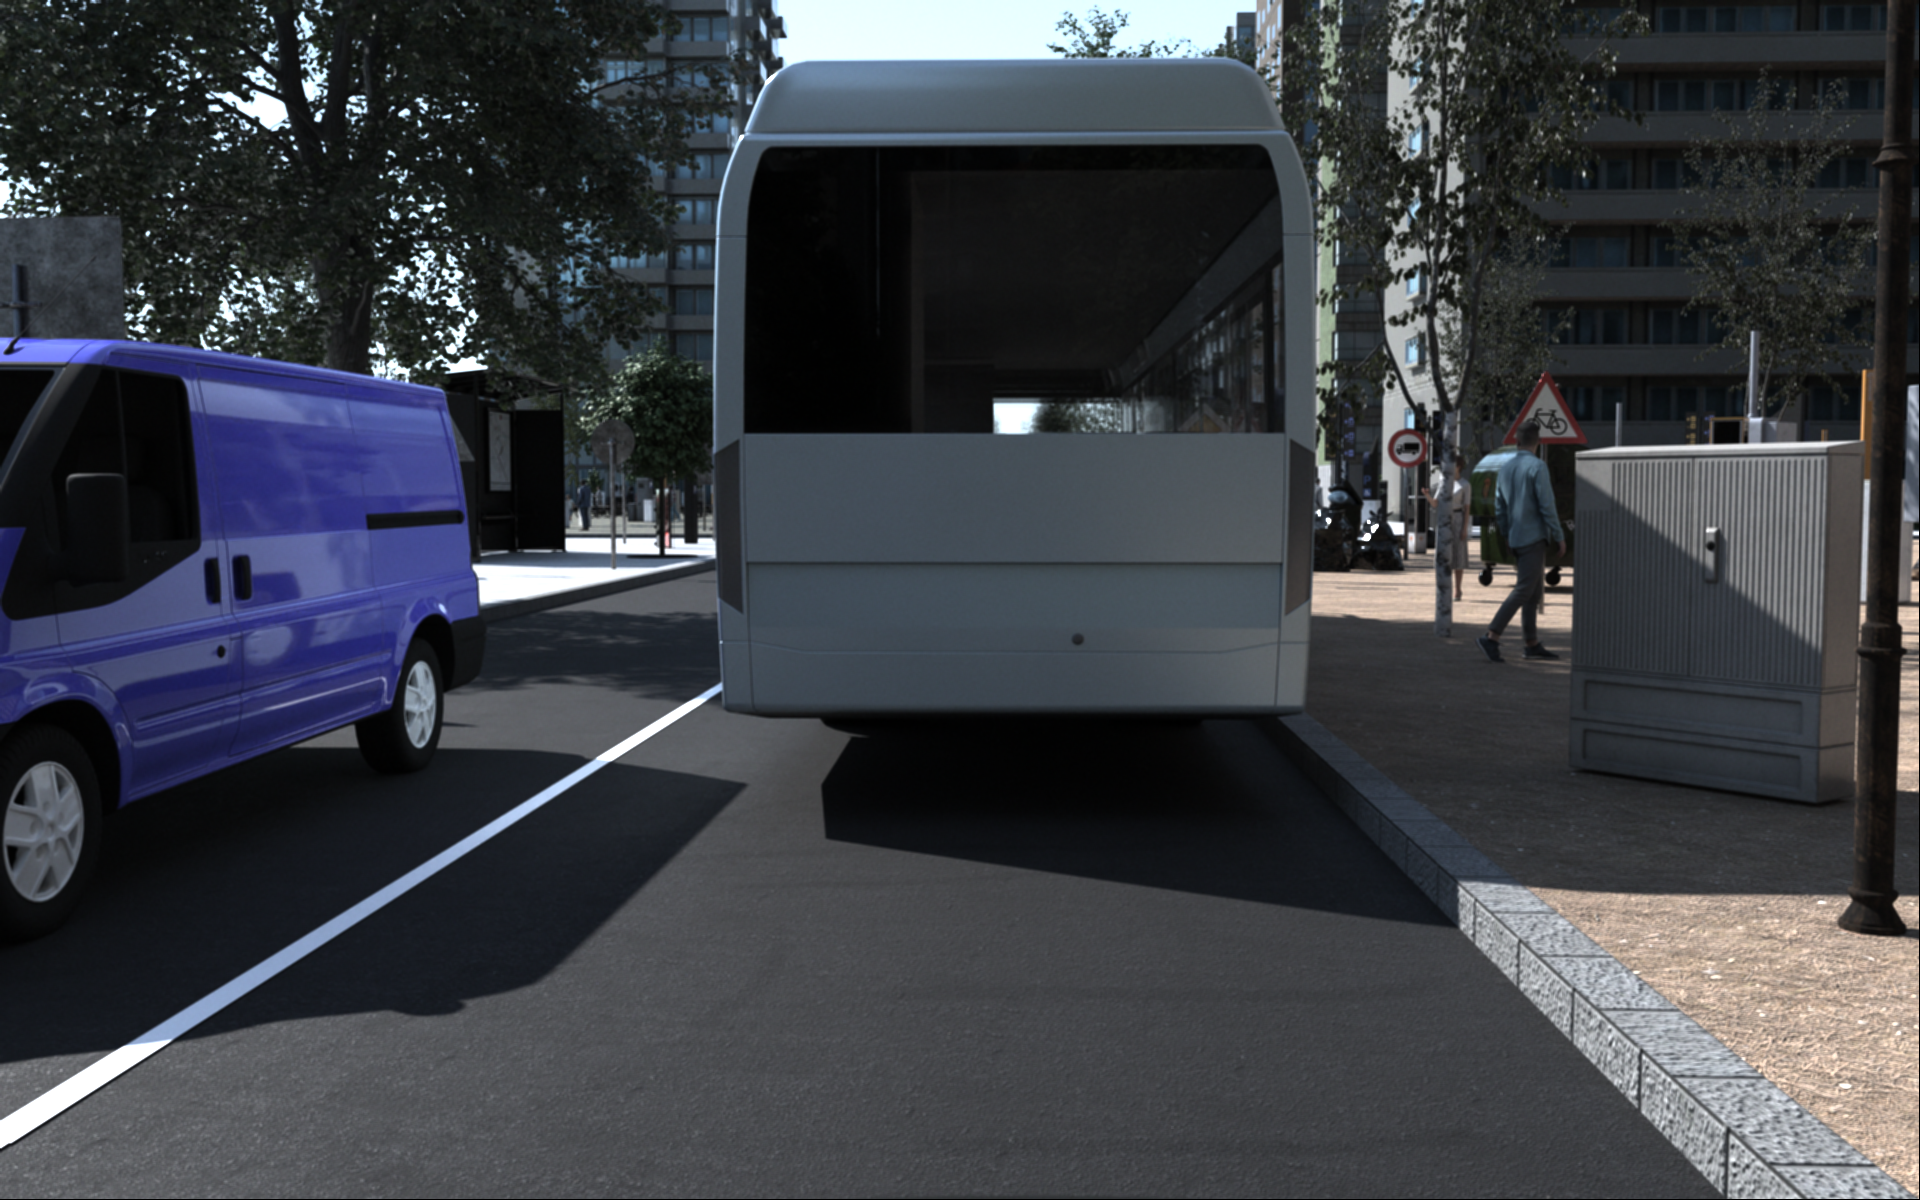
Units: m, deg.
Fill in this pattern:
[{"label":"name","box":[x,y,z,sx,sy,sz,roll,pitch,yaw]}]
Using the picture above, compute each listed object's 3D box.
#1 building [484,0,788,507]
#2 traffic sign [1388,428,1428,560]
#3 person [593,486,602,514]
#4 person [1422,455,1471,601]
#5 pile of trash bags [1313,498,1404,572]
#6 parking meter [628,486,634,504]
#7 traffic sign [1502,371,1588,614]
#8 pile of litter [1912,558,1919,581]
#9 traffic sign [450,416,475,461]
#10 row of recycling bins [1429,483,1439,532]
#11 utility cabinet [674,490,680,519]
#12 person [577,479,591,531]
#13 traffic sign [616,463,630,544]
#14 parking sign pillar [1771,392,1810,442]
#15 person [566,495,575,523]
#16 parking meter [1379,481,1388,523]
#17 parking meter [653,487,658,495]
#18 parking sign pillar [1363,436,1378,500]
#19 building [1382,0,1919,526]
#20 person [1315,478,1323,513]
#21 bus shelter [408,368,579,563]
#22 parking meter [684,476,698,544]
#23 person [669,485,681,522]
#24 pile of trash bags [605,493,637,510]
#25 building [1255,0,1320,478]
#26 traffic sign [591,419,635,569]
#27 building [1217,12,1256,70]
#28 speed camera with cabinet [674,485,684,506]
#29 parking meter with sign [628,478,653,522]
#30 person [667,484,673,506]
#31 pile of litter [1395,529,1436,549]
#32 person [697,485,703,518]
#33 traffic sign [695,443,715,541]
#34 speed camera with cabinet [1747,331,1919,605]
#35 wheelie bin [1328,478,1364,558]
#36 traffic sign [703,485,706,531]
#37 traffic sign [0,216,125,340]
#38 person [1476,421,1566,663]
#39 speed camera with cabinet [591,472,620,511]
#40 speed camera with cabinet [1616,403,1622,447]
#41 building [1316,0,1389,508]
[{"label":"building","box":[-26.760,-32.307,147.829,23.786,49.044,30.456,0,4,2]},{"label":"traffic sign","box":[8.708,-2.058,33.755,0.768,2.556,0.104,0,4,5]},{"label":"person","box":[-22.899,-6.309,109.402,0.583,1.804,0.606,0,4,-3]},{"label":"person","box":[5.836,-0.865,20.749,0.480,1.755,0.524,3,5,42]},{"label":"pile of trash bags","box":[5.620,-1.179,29.034,3.447,1.369,1.912,-2,4,-24]},{"label":"parking meter","box":[-24.380,-7.492,128.207,0.399,1.863,0.255,-3,5,-39]},{"label":"traffic sign","box":[6.196,-1.126,18.406,0.884,2.594,0.081,0,4,3]},{"label":"pile of litter","box":[14.444,-0.715,25.657,1.176,0.858,1.719,0,4,2]},{"label":"traffic sign","box":[-8.281,-1.716,28.060,0.884,2.594,0.081,1,4,10]},{"label":"row of recycling bins","box":[18.006,-3.485,64.093,1.069,1.692,3.534,0,4,3]},{"label":"utility cabinet","box":[-14.553,-4.836,87.749,0.318,1.500,1.173,1,4,13]},{"label":"person","box":[-13.177,-3.337,60.792,0.419,1.800,0.721,1,4,19]},{"label":"traffic sign","box":[-8.658,-2.723,44.626,0.768,2.556,0.104,1,4,11]},{"label":"parking sign pillar","box":[22.143,-3.554,46.574,1.447,3.967,1.447,-2,4,-28]},{"label":"person","box":[-17.230,-4.029,76.594,0.352,1.250,0.332,-1,4,-22]},{"label":"parking meter","box":[18.219,-4.209,74.534,0.255,1.863,0.399,2,4,30]},{"label":"parking meter","box":[-23.069,-7.686,131.372,0.399,1.863,0.255,1,4,18]},{"label":"parking sign pillar","box":[18.807,-5.560,79.372,1.447,3.967,1.447,2,4,25]},{"label":"building","box":[30.639,-27.744,77.322,21.600,48.544,21.300,0,4,2]},{"label":"person","box":[11.768,-3.129,57.323,0.709,1.813,0.853,3,5,45]},{"label":"bus shelter","box":[-9.365,-2.694,35.327,1.731,3.624,6.357,0,4,2]},{"label":"parking meter","box":[-6.989,-2.402,44.977,0.255,1.863,0.399,1,4,13]},{"label":"person","box":[-13.277,-4.483,80.181,0.643,1.720,0.563,0,4,8]},{"label":"pile of trash bags","box":[-25.250,-7.368,130.213,3.447,1.369,1.912,2,4,26]},{"label":"building","box":[28.682,-28.911,122.798,14.600,45.320,14.200,0,4,2]},{"label":"traffic sign","box":[-5.922,-1.800,29.535,0.768,2.556,0.104,0,4,5]},{"label":"building","box":[35.990,-34.045,176.244,23.786,49.044,30.456,0,4,2]},{"label":"speed camera with cabinet","box":[-21.164,-8.389,131.495,2.038,3.252,0.660,-1,4,-17]},{"label":"parking meter with sign","box":[-14.638,-5.151,80.474,1.738,3.016,0.543,1,4,21]},{"label":"person","box":[-13.421,-4.427,79.182,0.466,1.731,0.760,-3,5,-44]},{"label":"pile of litter","box":[10.677,-1.663,41.152,1.719,0.858,1.176,0,4,4]},{"label":"person","box":[-14.039,-5.311,93.051,0.592,1.802,0.473,-3,4,-38]},{"label":"traffic sign","box":[-6.371,-3.246,46.949,2.265,3.308,0.079,0,4,5]},{"label":"speed camera with cabinet","box":[10.224,-1.611,20.678,0.660,3.252,2.038,-3,5,-40]},{"label":"wheelie bin","box":[7.614,-1.610,34.238,0.693,1.594,0.980,1,4,11]},{"label":"traffic sign","box":[-8.926,-3.690,60.436,0.768,2.556,0.104,0,4,6]},{"label":"traffic sign","box":[-7.257,-1.160,12.837,2.265,3.308,0.079,0,4,6]},{"label":"person","box":[4.287,-0.453,13.318,0.748,1.841,0.638,0,4,-7]},{"label":"speed camera with cabinet","box":[-25.817,-8.058,126.077,2.038,3.252,0.660,0,4,-8]},{"label":"speed camera with cabinet","box":[14.886,-2.672,38.020,2.038,3.252,0.660,-1,4,-18]},{"label":"building","box":[27.445,-25.398,98.850,14.154,41.232,14.086,0,4,2]}]
